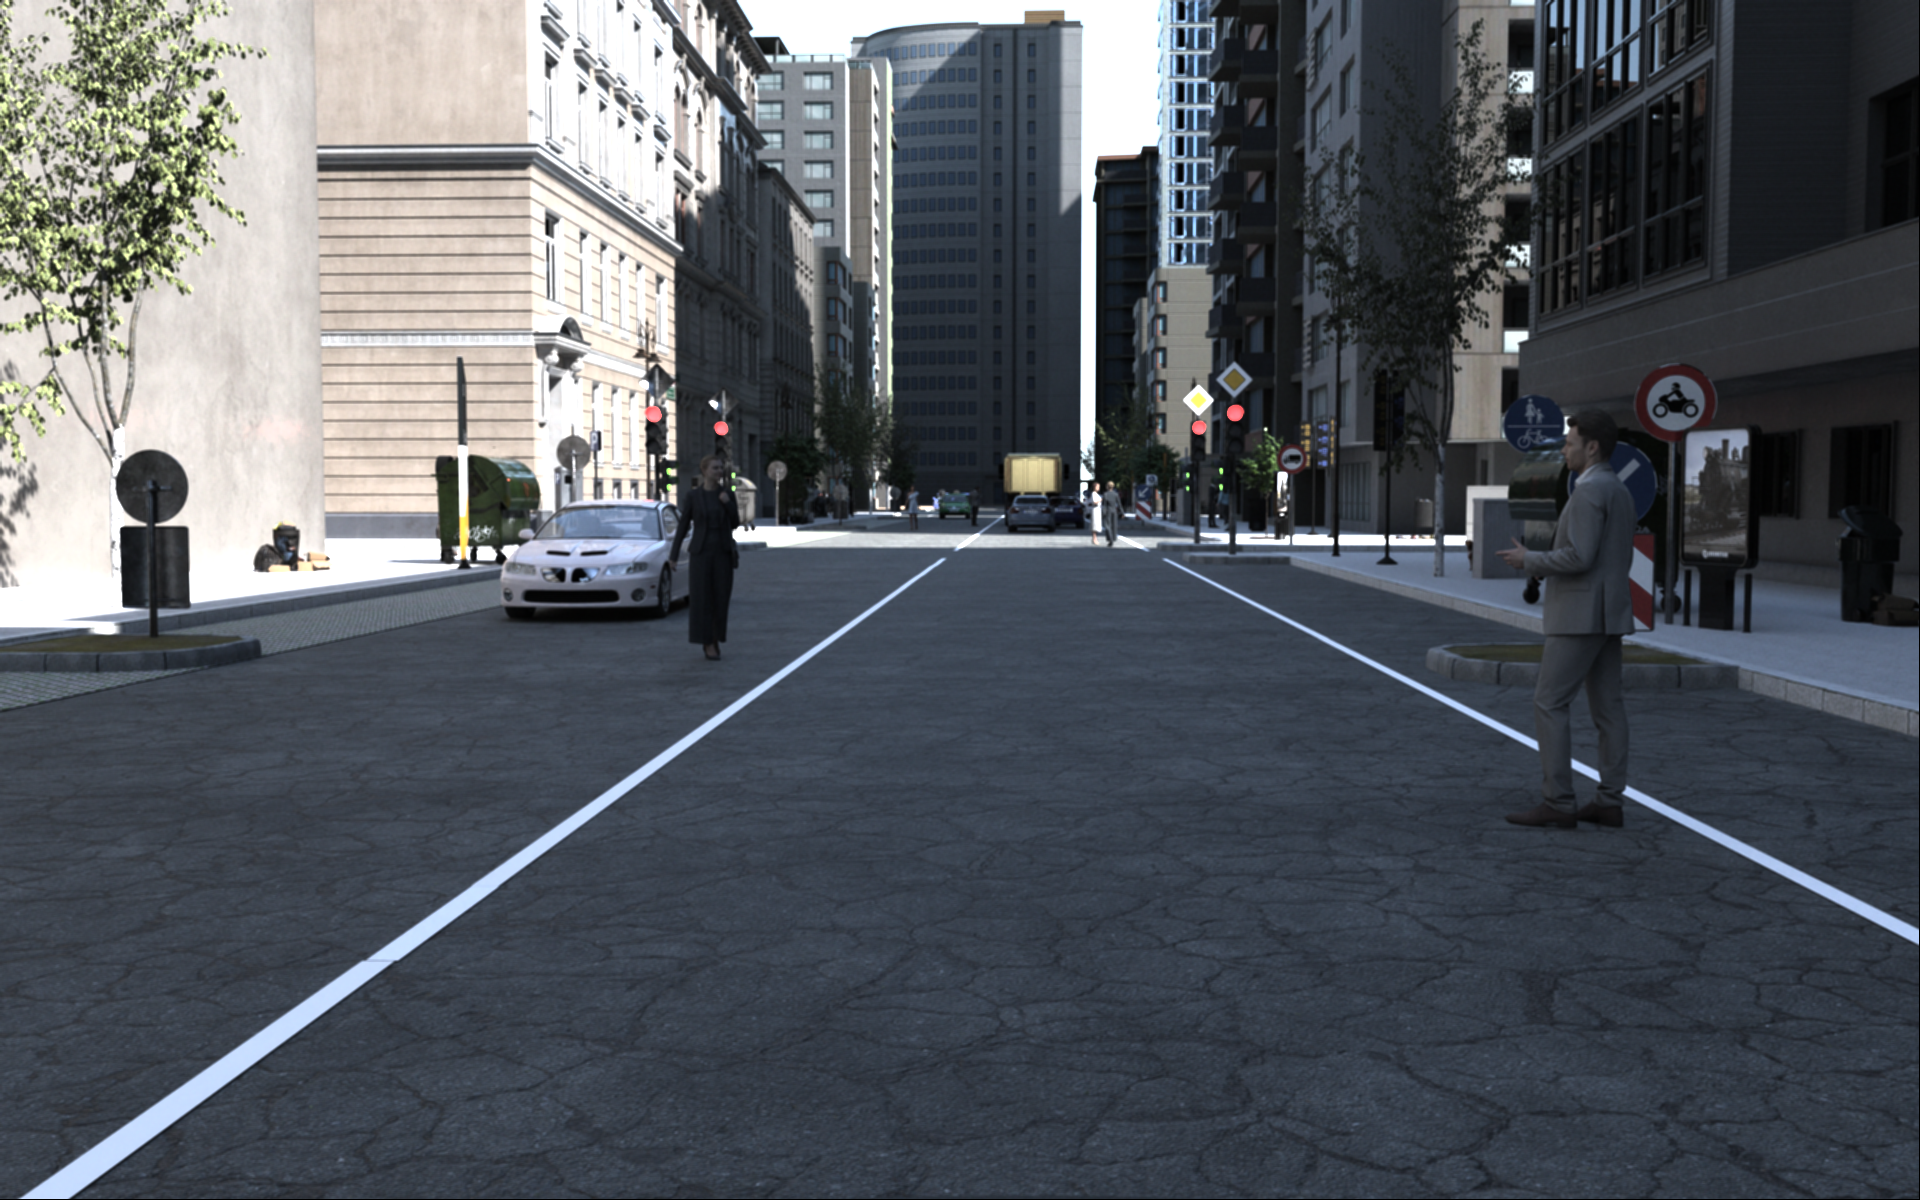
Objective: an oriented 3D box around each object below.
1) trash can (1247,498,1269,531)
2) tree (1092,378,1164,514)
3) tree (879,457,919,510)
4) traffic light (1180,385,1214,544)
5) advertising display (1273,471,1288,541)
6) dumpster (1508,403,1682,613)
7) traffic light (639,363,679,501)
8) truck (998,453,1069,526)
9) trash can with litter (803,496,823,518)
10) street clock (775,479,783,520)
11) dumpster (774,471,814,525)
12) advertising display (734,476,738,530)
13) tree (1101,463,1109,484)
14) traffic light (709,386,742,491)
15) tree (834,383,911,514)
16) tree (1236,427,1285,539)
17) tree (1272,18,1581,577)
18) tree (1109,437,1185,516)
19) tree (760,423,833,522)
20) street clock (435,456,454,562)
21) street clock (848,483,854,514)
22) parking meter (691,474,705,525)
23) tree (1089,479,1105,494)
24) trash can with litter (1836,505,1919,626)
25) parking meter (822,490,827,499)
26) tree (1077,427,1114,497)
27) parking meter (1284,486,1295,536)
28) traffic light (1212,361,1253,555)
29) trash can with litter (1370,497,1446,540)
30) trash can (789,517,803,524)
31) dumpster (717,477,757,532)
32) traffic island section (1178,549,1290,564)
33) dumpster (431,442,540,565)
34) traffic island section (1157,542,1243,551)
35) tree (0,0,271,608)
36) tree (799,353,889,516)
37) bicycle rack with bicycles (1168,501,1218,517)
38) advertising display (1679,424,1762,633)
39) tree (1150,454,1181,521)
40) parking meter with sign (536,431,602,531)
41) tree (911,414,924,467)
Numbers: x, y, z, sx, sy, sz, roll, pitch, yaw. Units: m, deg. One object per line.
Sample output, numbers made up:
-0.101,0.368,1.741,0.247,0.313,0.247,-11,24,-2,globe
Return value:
10.254,-2.934,59.631,0.748,1.137,0.748,0,3,0,trash can
10.744,-9.718,109.258,4.737,8.622,4.395,0,3,0,tree
-4.945,-9.718,142.599,4.285,4.588,4.351,0,3,0,tree
6.110,-3.408,44.645,0.839,4.253,0.868,0,4,2,traffic light
8.895,-2.621,48.063,0.123,1.923,0.974,2,4,27,advertising display
7.141,-1.032,19.370,1.502,2.255,1.985,0,4,3,dumpster
-6.483,-2.951,37.176,0.839,4.253,0.868,0,4,2,traffic light
3.447,-5.222,81.299,3.469,3.379,9.791,0,4,3,truck
-8.285,-5.329,98.518,1.055,1.170,0.624,3,4,39,trash can with litter
-8.111,-4.492,78.019,0.358,2.002,0.471,-3,5,-43,street clock
-7.041,-4.320,73.126,1.502,2.255,1.985,0,4,3,dumpster
-8.114,-3.415,61.052,0.123,1.923,0.974,2,4,26,advertising display
12.092,-8.710,126.122,4.285,4.588,4.351,0,3,0,tree
-6.140,-3.439,45.153,0.839,4.253,0.868,0,4,2,traffic light
-6.084,-9.968,113.333,4.360,8.622,3.978,0,3,0,tree
8.691,-3.377,49.807,1.663,3.219,1.824,0,3,0,tree
7.217,-4.672,26.752,4.360,8.622,3.978,0,3,0,tree
11.368,-7.134,100.355,4.285,4.588,4.351,0,3,0,tree
-7.580,-5.926,80.608,4.285,4.588,4.351,0,3,0,tree
-9.770,-1.734,32.921,0.358,2.002,0.471,0,4,1,street clock
-6.916,-6.386,108.985,0.471,2.002,0.358,-3,4,-36,street clock
-7.726,-2.782,51.195,0.255,1.863,0.399,2,4,35,parking meter
14.946,-11.928,189.629,1.663,3.219,1.824,0,3,0,tree
9.192,-0.354,17.181,0.624,1.170,1.055,0,4,-6,trash can with litter
-9.280,-6.742,118.645,0.372,1.533,0.369,0,3,0,parking meter
14.880,-14.960,194.954,4.360,8.622,3.978,0,3,0,tree
10.110,-2.746,53.306,0.372,1.533,0.369,0,3,0,parking meter
5.767,-2.920,36.667,0.839,4.253,0.868,0,4,2,traffic light
12.814,-2.345,49.398,2.233,1.210,1.678,0,4,8,trash can with litter
-7.136,-3.905,75.506,0.748,1.137,0.748,0,3,0,trash can
-7.661,-3.250,58.897,1.264,1.857,1.865,0,4,2,dumpster
5.807,-0.887,36.779,2.009,0.180,2.903,0,4,2,traffic island section
-8.787,-1.812,32.114,1.502,2.255,1.985,0,4,2,dumpster
6.150,-1.375,44.757,2.009,0.180,2.903,0,4,2,traffic island section
-9.691,-4.224,19.431,4.737,8.622,4.395,0,3,0,tree
-6.350,-8.593,90.859,4.737,8.622,4.395,0,3,0,tree
12.890,-5.045,95.870,2.925,0.926,2.852,-1,4,-14,bicycle rack with bicycles
7.187,-0.685,16.411,0.123,1.923,0.974,-1,4,-15,advertising display
10.299,-5.484,84.262,1.663,3.219,1.824,0,3,0,tree
-10.741,-3.134,47.502,1.738,3.016,0.543,-3,4,-36,parking meter with sign
-5.358,-10.472,121.584,4.360,8.622,3.978,0,3,0,tree
